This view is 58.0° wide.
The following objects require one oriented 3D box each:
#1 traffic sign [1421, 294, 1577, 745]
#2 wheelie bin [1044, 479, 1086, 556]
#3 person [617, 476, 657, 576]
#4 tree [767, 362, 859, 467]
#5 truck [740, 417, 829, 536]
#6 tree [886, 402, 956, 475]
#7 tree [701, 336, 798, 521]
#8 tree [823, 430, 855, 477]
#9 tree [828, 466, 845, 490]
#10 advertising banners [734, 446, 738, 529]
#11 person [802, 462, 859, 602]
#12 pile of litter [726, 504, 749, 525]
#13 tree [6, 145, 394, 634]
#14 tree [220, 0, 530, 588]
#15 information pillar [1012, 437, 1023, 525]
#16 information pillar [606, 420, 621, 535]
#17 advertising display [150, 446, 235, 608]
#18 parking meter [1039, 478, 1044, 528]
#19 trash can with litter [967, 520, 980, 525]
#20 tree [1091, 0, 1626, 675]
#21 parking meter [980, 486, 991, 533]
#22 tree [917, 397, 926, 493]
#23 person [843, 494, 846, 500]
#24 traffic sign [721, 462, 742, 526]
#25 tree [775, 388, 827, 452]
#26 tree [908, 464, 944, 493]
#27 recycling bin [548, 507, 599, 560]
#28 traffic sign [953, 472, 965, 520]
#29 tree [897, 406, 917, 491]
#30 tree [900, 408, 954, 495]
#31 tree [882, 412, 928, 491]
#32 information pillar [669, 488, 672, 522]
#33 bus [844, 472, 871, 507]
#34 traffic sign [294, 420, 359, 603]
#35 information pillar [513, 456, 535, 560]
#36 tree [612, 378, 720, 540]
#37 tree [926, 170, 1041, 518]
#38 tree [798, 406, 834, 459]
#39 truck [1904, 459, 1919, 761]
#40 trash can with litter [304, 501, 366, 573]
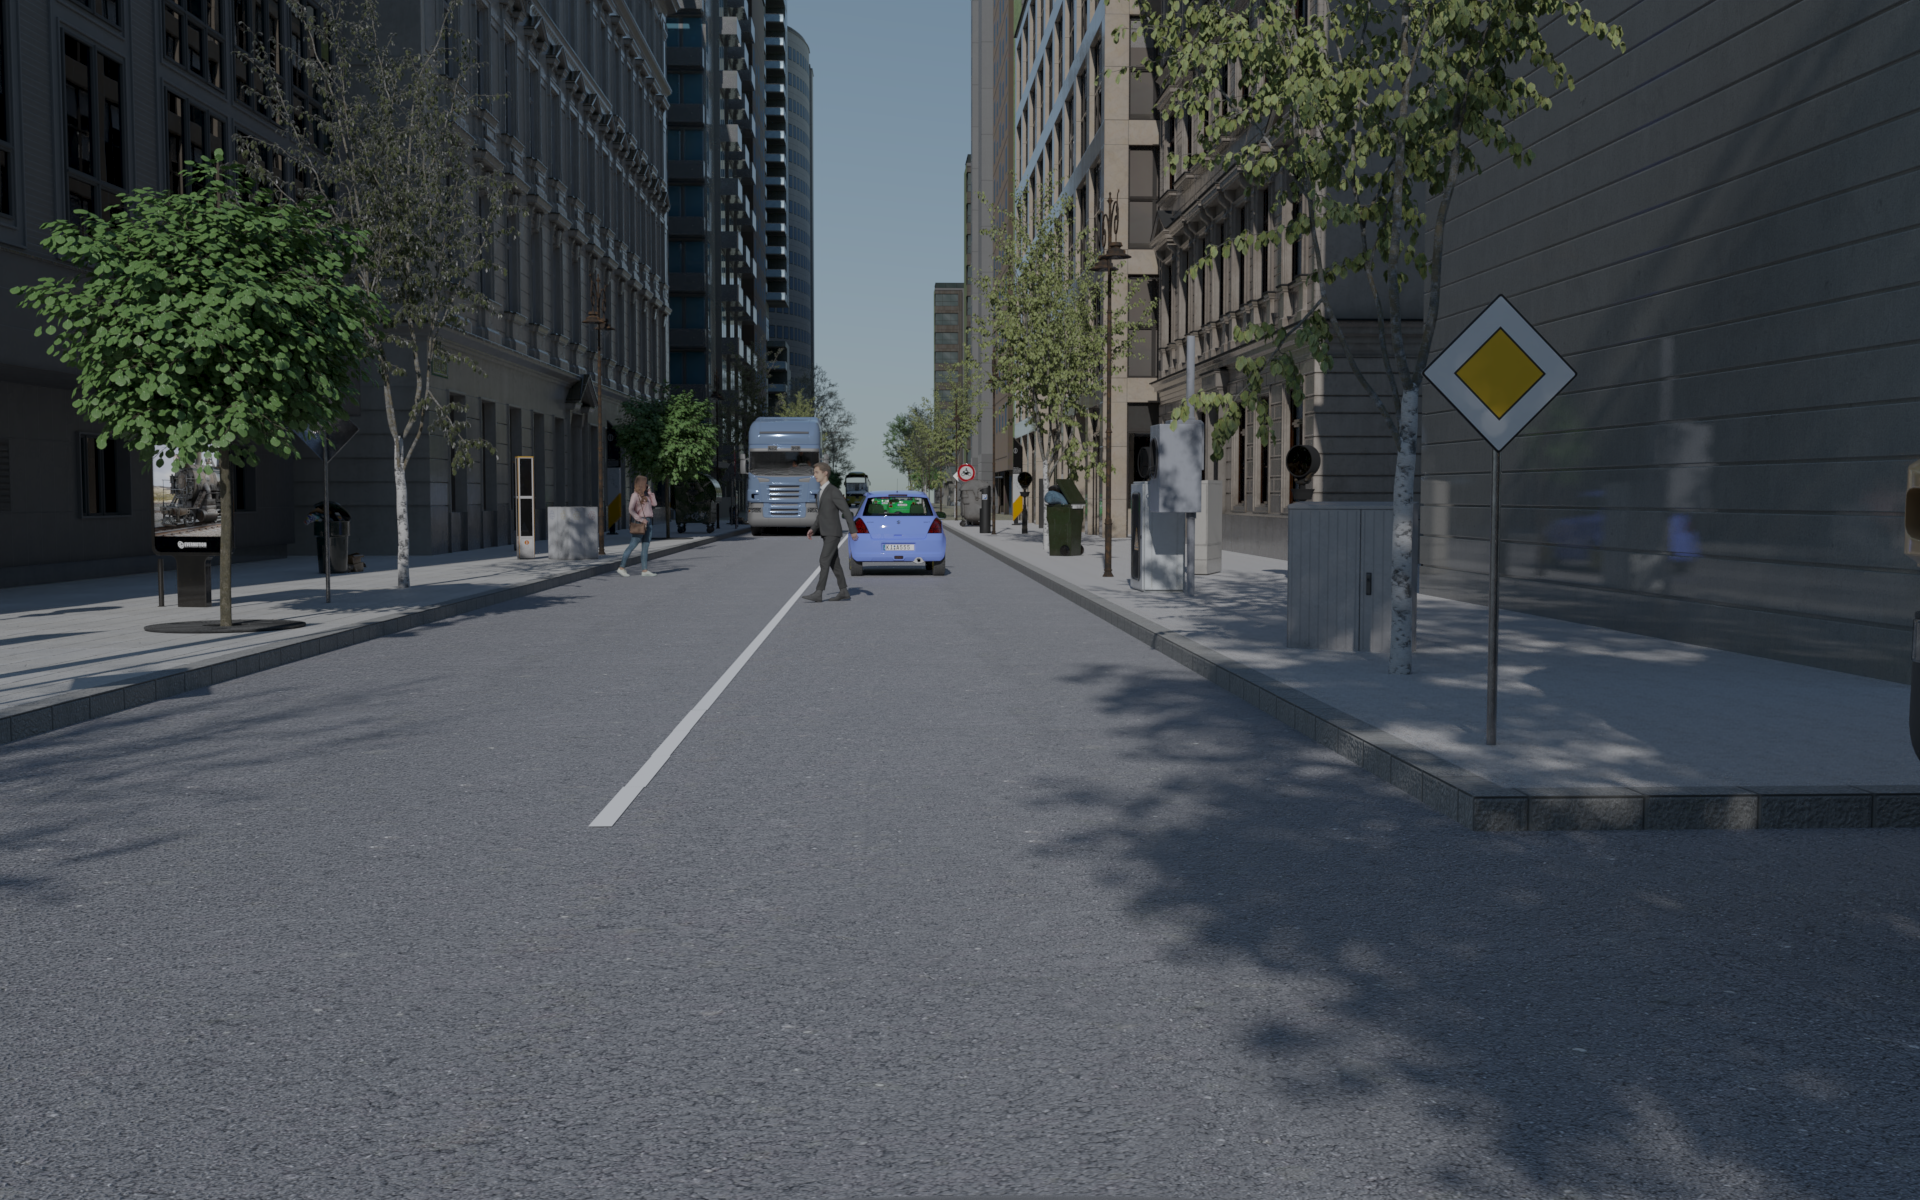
[{"bbox_3d":[2.715,-0.315,8.795,0.795,2.450,0.064,0,4,-3],"label":"traffic sign"},{"bbox_3d":[2.153,-1.714,35.940,0.693,1.594,0.980,2,4,33],"label":"wheelie bin"},{"bbox_3d":[-5.630,-1.289,30.172,0.643,1.750,0.593,1,4,18],"label":"person"},{"bbox_3d":[-14.038,-15.251,159.722,12.009,13.543,11.850,0,3,0],"label":"tree"},{"bbox_3d":[-6.317,-4.689,66.423,2.967,4.110,18.799,0,4,-3],"label":"truck"},{"bbox_3d":[-4.033,-14.786,176.165,7.601,10.594,8.767,-1,4,-20],"label":"tree"},{"bbox_3d":[-9.978,-7.969,80.654,4.360,8.622,3.978,0,3,0],"label":"tree"},{"bbox_3d":[-17.840,-18.567,237.976,7.601,10.594,8.767,-3,5,-44],"label":"tree"},{"bbox_3d":[-15.215,-13.507,204.547,4.285,4.588,4.351,0,3,0],"label":"tree"},{"bbox_3d":[-8.305,-4.156,64.139,0.090,3.025,2.074,0,4,-5],"label":"advertising banners"},{"bbox_3d":[-1.792,-0.900,22.999,0.755,1.850,0.659,-2,4,-26],"label":"person"},{"bbox_3d":[-9.320,-3.628,73.279,1.176,0.858,1.719,0,4,-3],"label":"pile of litter"},{"bbox_3d":[-7.086,-1.999,16.402,4.285,4.588,4.351,0,3,0],"label":"tree"},{"bbox_3d":[-7.654,-4.457,23.238,4.360,8.622,3.978,0,3,0],"label":"tree"},{"bbox_3d":[2.365,-4.877,71.090,0.504,3.616,0.183,3,5,44],"label":"information pillar"},{"bbox_3d":[-10.919,-3.870,54.629,0.504,3.616,0.183,2,4,28],"label":"information pillar"},{"bbox_3d":[-8.683,-0.880,19.596,0.974,1.923,0.123,1,4,11],"label":"advertising display"},{"bbox_3d":[3.079,-3.618,64.865,0.255,1.863,0.399,0,4,3],"label":"parking meter"},{"bbox_3d":[0.620,-3.658,71.198,0.624,1.170,1.055,-1,4,-19],"label":"trash can with litter"},{"bbox_3d":[3.085,-3.790,12.336,4.737,8.622,4.395,0,3,0],"label":"tree"},{"bbox_3d":[0.823,-2.944,56.547,0.372,1.533,0.369,0,3,0],"label":"parking meter"},{"bbox_3d":[2.173,-5.795,45.111,4.737,8.622,4.395,0,3,0],"label":"tree"},{"bbox_3d":[-10.544,-8.869,156.759,0.557,1.426,1.065,1,4,22],"label":"person"},{"bbox_3d":[-9.307,-4.317,70.585,0.884,2.594,0.081,0,4,5],"label":"traffic sign"},{"bbox_3d":[-11.668,-10.417,120.672,4.737,8.622,4.395,0,3,0],"label":"tree"},{"bbox_3d":[-3.285,-11.227,167.279,4.285,4.588,4.351,0,3,0],"label":"tree"},{"bbox_3d":[-7.601,-1.314,34.031,0.722,1.027,0.722,3,5,41],"label":"recycling bin"},{"bbox_3d":[0.092,-4.387,72.916,0.795,2.450,0.064,0,4,1],"label":"traffic sign"},{"bbox_3d":[-0.431,-8.750,93.422,4.737,8.622,4.395,0,3,0],"label":"tree"},{"bbox_3d":[-2.777,-11.971,146.085,4.360,8.622,3.978,0,3,0],"label":"tree"},{"bbox_3d":[-6.402,-18.025,220.461,9.928,11.665,9.643,0,3,0],"label":"tree"},{"bbox_3d":[-13.534,-5.418,79.946,0.183,3.616,0.504,1,4,19],"label":"information pillar"},{"bbox_3d":[-11.530,-12.312,192.855,2.896,3.916,12.252,0,4,-4],"label":"bus"},{"bbox_3d":[-7.429,-1.170,20.307,0.795,2.450,0.064,0,4,3],"label":"traffic sign"},{"bbox_3d":[-8.521,-1.800,33.930,0.304,2.012,0.304,-2,4,-23],"label":"information pillar"},{"bbox_3d":[-8.287,-4.006,49.219,4.285,4.588,4.351,0,3,0],"label":"tree"},{"bbox_3d":[2.103,-5.439,39.294,4.737,8.622,4.395,0,3,0],"label":"tree"},{"bbox_3d":[-12.835,-11.933,145.472,4.360,8.622,3.978,0,3,0],"label":"tree"},{"bbox_3d":[8.248,-0.986,5.031,11.283,4.237,2.839,0,4,-1],"label":"truck"},{"bbox_3d":[-10.163,-1.031,28.245,0.624,1.170,1.055,0,4,7],"label":"trash can with litter"}]
